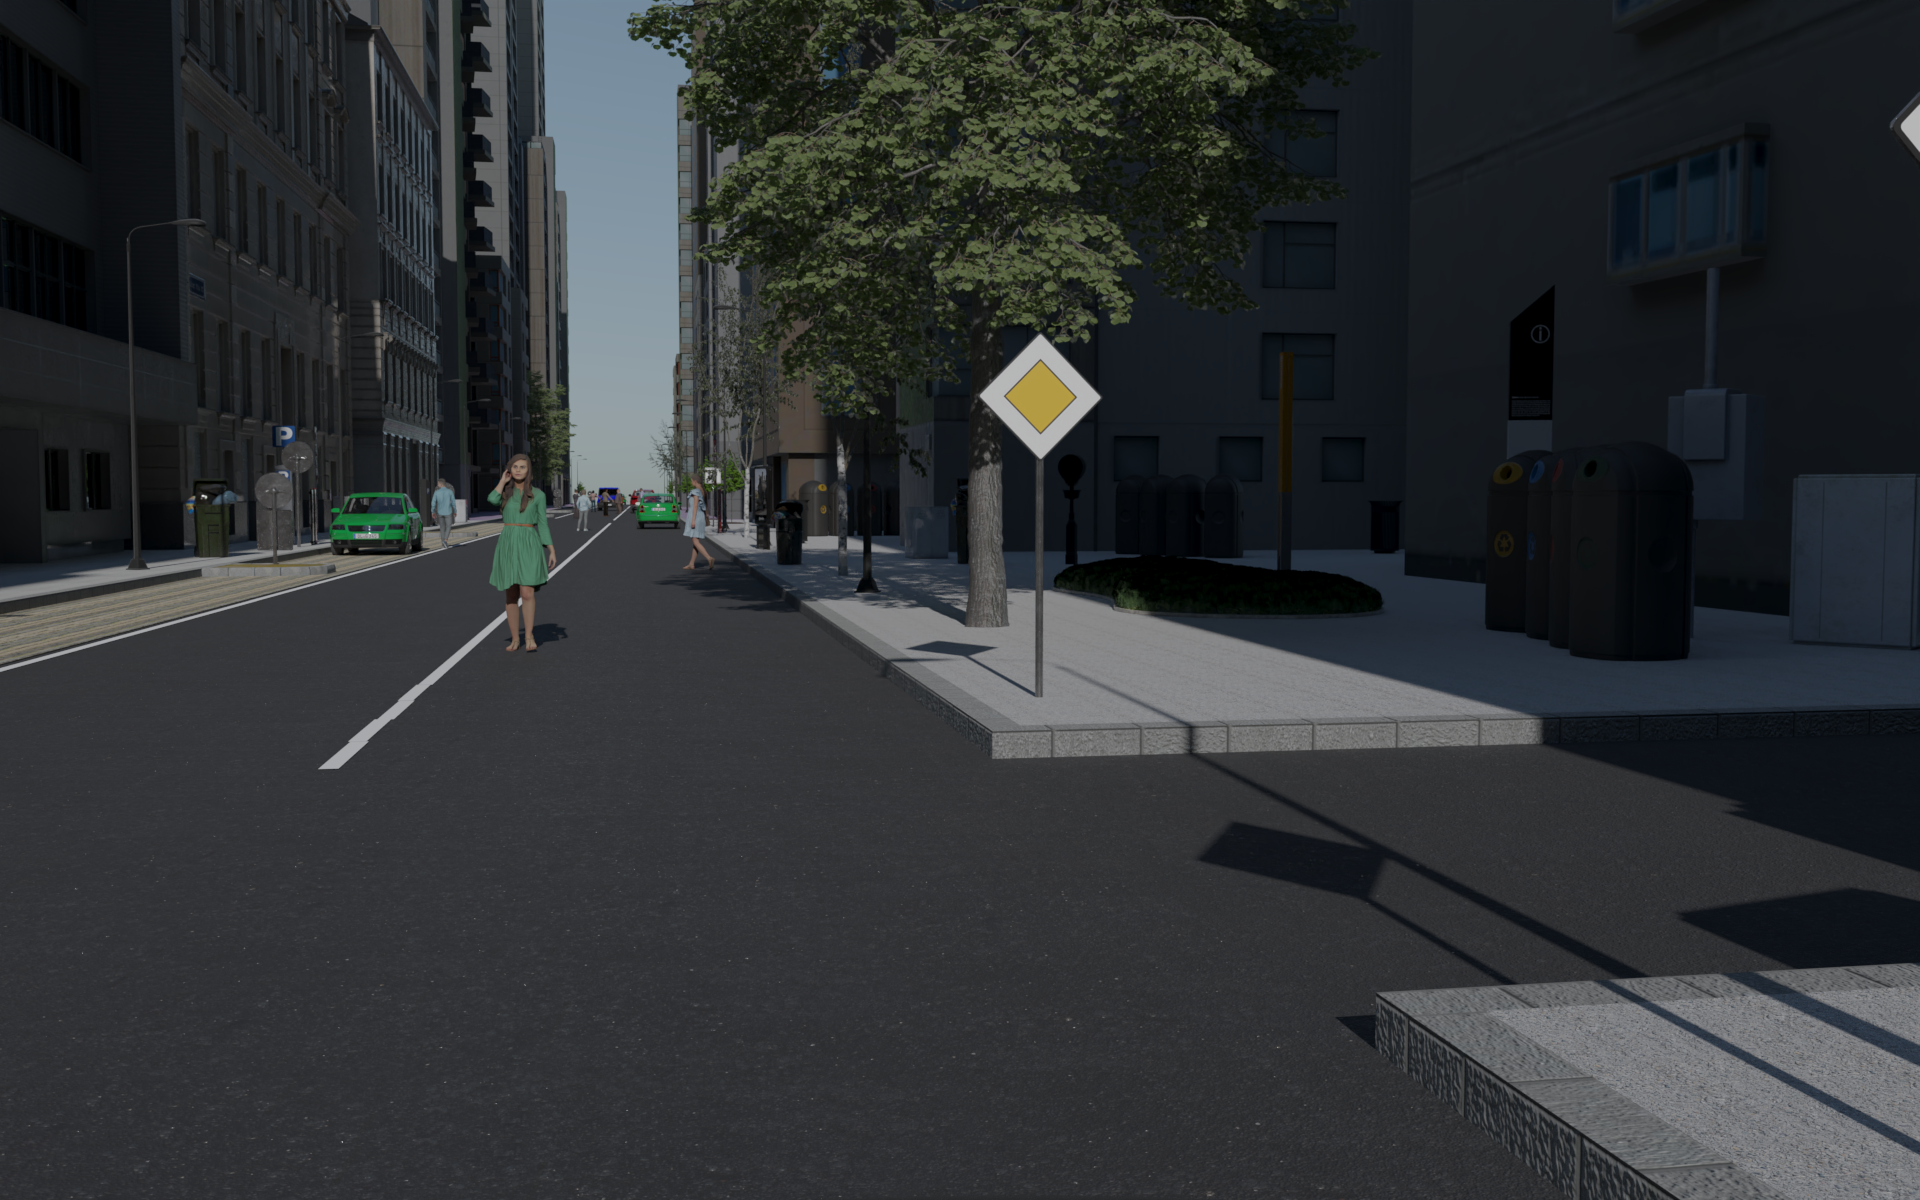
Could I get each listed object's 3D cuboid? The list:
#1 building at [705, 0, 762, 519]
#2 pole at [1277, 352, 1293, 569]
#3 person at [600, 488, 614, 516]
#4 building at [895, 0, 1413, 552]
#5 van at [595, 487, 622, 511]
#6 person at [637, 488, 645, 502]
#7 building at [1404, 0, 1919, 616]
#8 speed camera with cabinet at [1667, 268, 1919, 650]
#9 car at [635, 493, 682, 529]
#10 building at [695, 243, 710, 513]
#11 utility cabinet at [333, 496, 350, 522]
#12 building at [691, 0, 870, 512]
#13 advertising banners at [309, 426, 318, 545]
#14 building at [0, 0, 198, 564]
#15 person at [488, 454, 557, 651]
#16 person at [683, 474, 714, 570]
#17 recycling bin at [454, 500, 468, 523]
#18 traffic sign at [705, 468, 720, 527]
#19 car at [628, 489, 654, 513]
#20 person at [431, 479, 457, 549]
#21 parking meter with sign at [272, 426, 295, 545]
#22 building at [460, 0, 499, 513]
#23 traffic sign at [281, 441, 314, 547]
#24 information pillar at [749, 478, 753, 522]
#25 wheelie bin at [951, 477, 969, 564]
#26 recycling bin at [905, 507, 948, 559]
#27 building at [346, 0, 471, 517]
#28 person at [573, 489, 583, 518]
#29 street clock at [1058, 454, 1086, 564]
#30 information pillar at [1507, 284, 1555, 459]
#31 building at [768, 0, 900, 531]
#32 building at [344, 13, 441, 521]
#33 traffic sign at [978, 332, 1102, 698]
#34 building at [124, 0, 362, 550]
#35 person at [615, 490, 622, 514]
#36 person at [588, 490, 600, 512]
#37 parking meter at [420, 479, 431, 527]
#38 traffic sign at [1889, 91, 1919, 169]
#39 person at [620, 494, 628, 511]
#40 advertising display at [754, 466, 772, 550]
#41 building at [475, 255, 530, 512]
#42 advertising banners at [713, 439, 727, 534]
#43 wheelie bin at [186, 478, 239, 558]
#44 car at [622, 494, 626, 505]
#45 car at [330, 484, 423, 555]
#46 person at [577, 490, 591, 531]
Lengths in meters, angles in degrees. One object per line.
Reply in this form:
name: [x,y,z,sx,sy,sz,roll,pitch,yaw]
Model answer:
building: [-4.402,-34.251,102.007,21.231,58.520,28.212,-1,4,-10]
pole: [4.688,-1.904,24.975,0.158,3.312,0.155,0,3,0]
person: [-22.771,-6.298,111.476,1.348,1.823,0.705,3,5,41]
building: [5.100,-22.100,44.937,14.154,41.232,14.086,-1,4,-10]
van: [-30.133,-8.836,148.847,2.240,2.365,5.245,-1,4,-9]
person: [-21.647,-6.660,117.261,0.599,1.838,0.709,1,4,12]
building: [18.119,-24.449,23.449,21.600,48.544,21.300,-1,4,-10]
speed camera with cabinet: [7.241,-1.261,14.958,2.038,3.252,0.660,3,5,41]
car: [-12.574,-3.883,72.279,1.959,1.807,4.718,-1,4,-9]
building: [-5.940,-17.646,133.555,27.650,21.520,28.899,-1,4,-10]
utility cabinet: [-18.696,-2.569,53.172,1.020,1.237,0.306,0,4,1]
building: [-16.396,-30.745,152.791,14.600,45.320,14.200,-1,4,-10]
advertising banners: [-16.522,-2.943,44.308,0.090,3.025,2.074,-1,4,-15]
building: [-21.185,-12.425,22.212,14.314,24.678,30.058,-1,4,-10]
person: [-3.995,-0.430,15.780,0.600,1.795,0.529,-1,4,-18]
person: [-4.918,-1.478,32.762,0.778,1.811,0.616,2,4,31]
recycling bin: [-22.437,-3.968,77.437,0.722,1.027,0.722,-1,4,-9]
traffic sign: [-9.607,-3.993,67.412,0.606,2.300,0.079,0,4,-2]
car: [-23.772,-7.434,130.220,2.281,1.827,5.304,-1,4,-10]
person: [-13.658,-2.286,45.732,0.638,1.841,0.748,0,4,4]
parking meter with sign: [-16.990,-2.887,43.471,0.543,3.016,1.738,-1,4,-18]
building: [-41.176,-27.748,108.306,22.147,44.769,28.867,-1,4,-10]
traffic sign: [-15.951,-2.545,41.717,0.768,2.556,0.104,0,4,-2]
information pillar: [-9.655,-4.569,79.194,0.304,2.012,0.304,-1,4,-14]
wheelie bin: [0.286,-1.468,31.902,0.980,1.594,0.693,1,4,10]
recycling bin: [-0.666,-1.348,34.597,0.722,1.027,0.722,-1,4,-17]
building: [-33.098,-24.724,87.835,14.154,41.232,14.086,-1,4,-10]
person: [-22.544,-5.694,102.405,0.742,1.727,0.445,0,4,3]
street clock: [2.036,-1.652,31.575,0.471,2.002,0.358,1,4,20]
information pillar: [6.416,-1.719,19.468,0.504,3.616,0.183,1,4,9]
building: [-0.667,-25.451,66.229,14.600,45.320,14.200,-1,4,-10]
building: [-27.770,-13.652,72.358,9.793,20.994,18.267,-1,4,-10]
traffic sign: [0.496,-0.442,10.872,0.795,2.450,0.064,-1,4,-10]
building: [-25.547,-15.450,49.873,12.463,27.353,25.104,-1,4,-10]
person: [-25.024,-7.198,126.736,0.434,1.755,0.990,-3,4,-39]
person: [-29.170,-7.863,137.768,1.217,1.736,0.721,-1,4,-17]
parking meter: [-20.710,-3.754,67.091,0.255,1.863,0.399,0,4,7]
traffic sign: [1.929,0.038,3.016,0.795,2.450,0.064,-1,4,-10]
person: [-28.142,-8.088,143.996,1.065,1.426,0.557,0,4,-3]
advertising display: [-4.558,-2.131,40.057,0.123,1.923,0.974,-2,4,-24]
building: [-49.349,-17.882,137.404,27.650,21.520,28.899,-1,4,-10]
advertising banners: [-7.821,-3.680,56.357,0.090,3.025,2.074,0,4,3]
wheelie bin: [-15.130,-1.663,35.095,0.980,1.594,0.693,-2,4,-30]
car: [-45.959,-13.754,233.676,1.959,1.807,4.718,-1,4,-12]
car: [-14.027,-2.015,41.742,1.959,1.807,4.718,-1,4,-12]
person: [-14.677,-3.504,67.593,0.589,1.601,0.330,1,4,8]
